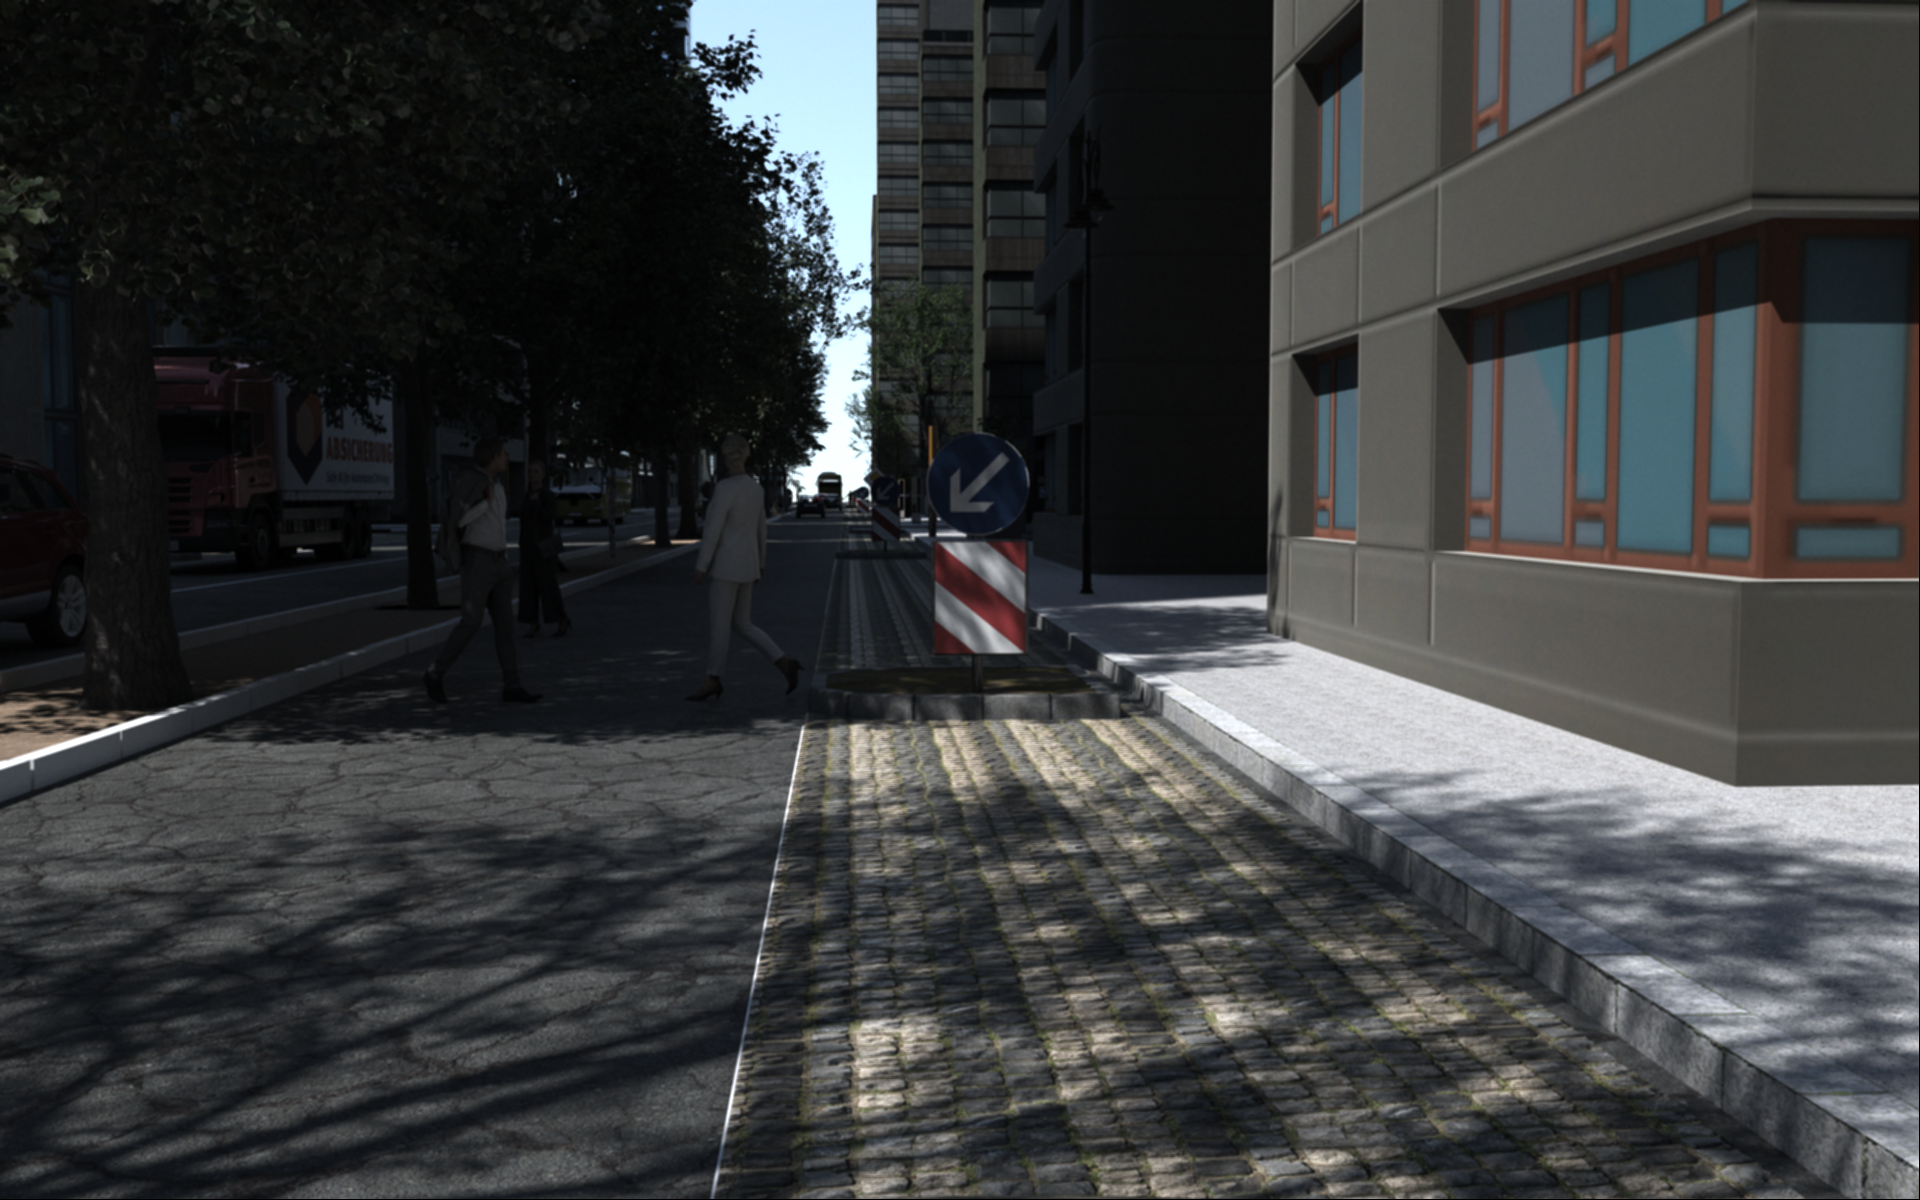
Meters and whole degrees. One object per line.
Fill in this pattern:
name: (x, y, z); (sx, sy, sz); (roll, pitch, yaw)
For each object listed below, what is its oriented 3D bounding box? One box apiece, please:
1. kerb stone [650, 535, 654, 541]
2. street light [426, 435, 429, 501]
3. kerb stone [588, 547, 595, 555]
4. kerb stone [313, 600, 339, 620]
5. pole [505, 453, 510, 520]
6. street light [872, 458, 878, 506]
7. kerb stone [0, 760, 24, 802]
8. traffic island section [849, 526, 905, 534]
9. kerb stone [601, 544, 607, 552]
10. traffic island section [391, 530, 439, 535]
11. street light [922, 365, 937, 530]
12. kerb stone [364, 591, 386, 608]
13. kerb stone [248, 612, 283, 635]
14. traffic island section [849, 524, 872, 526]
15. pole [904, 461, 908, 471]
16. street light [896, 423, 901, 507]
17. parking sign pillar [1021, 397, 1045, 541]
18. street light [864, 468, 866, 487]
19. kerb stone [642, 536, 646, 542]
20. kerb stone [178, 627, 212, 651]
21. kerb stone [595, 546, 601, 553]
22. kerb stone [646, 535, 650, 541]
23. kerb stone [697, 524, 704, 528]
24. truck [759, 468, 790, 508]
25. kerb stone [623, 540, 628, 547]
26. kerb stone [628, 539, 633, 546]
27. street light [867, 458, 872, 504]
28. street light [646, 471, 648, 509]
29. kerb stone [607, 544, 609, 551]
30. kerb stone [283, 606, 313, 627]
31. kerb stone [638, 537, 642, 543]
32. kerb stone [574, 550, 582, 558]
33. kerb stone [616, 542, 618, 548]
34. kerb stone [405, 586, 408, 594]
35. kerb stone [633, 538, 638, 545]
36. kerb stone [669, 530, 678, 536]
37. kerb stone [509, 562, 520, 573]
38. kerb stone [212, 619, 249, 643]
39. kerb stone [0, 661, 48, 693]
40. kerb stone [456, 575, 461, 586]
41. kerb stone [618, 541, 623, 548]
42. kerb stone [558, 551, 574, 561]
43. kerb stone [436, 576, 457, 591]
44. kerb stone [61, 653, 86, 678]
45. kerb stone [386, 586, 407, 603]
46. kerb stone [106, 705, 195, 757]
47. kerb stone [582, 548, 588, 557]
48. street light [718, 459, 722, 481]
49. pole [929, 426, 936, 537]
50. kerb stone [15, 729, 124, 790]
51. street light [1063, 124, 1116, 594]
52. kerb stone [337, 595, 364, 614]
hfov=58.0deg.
kerb stone: (-9.517, -1.867, 52.715); (0.120, 0.150, 1.000); (0, 4, -4)
street light: (-21.705, -5.981, 70.569); (0.468, 5.910, 1.993); (0, 4, -4)
kerb stone: (-8.728, -1.111, 40.454); (0.120, 0.150, 1.000); (0, 4, -4)
kerb stone: (-7.407, 0.138, 19.998); (0.120, 0.150, 1.000); (0, 4, -4)
pole: (-22.273, -5.585, 85.156); (0.158, 3.312, 0.155); (0, 3, 0)
street light: (-8.663, -12.781, 181.757); (0.468, 5.910, 1.993); (0, 4, -4)
kerb stone: (-4.508, 0.878, 7.847); (0.120, 0.150, 1.000); (0, 4, -4)
traffic island section: (-3.051, -2.516, 63.411); (2.009, 0.180, 2.903); (0, 4, -4)
kerb stone: (-8.859, -1.239, 42.494); (0.120, 0.150, 1.000); (0, 4, -4)
traffic island section: (-19.109, -2.453, 62.380); (2.009, 0.180, 2.903); (0, 4, -4)
street light: (-1.079, -5.465, 62.141); (0.468, 5.910, 1.993); (0, 4, -4)
kerb stone: (-7.529, 0.014, 22.041); (0.120, 0.150, 1.000); (0, 4, -4)
kerb stone: (-7.268, 0.259, 17.958); (0.120, 0.150, 1.000); (0, 4, -4)
traffic island section: (-3.567, -3.003, 71.379); (2.009, 0.180, 2.903); (0, 4, -4)
pole: (-3.285, -6.839, 105.653); (0.158, 3.312, 0.155); (0, 3, 0)
street light: (-3.801, -8.152, 106.075); (0.468, 5.910, 1.993); (0, 4, -4)
parking sign pillar: (2.417, -3.618, 47.629); (1.447, 3.967, 1.447); (-3, 5, -45)
street light: (-13.964, -17.814, 264.047); (0.468, 5.910, 1.993); (0, 4, -4)
kerb stone: (-9.384, -1.741, 50.661); (0.120, 0.150, 1.000); (0, 4, -4)
kerb stone: (-7.139, 0.384, 15.914); (0.120, 0.150, 1.000); (0, 4, -4)
kerb stone: (-8.795, -1.179, 41.473); (0.120, 0.150, 1.000); (0, 4, -4)
kerb stone: (-9.452, -1.804, 51.690); (0.120, 0.150, 1.000); (0, 4, -4)
kerb stone: (-10.817, -3.089, 72.737); (0.120, 0.150, 1.000); (0, 4, -4)
truck: (-19.932, -12.051, 186.791); (2.967, 4.110, 18.799); (0, 4, -3)
kerb stone: (-9.126, -1.491, 46.579); (0.120, 0.150, 1.000); (0, 4, -4)
kerb stone: (-9.180, -1.551, 47.600); (0.120, 0.150, 1.000); (0, 4, -4)
street light: (-11.341, -15.263, 222.336); (0.468, 5.910, 1.993); (0, 4, -4)
street light: (-26.547, -10.639, 146.729); (0.468, 5.910, 1.993); (0, 4, -4)
kerb stone: (-8.925, -1.298, 43.518); (0.120, 0.150, 1.000); (0, 4, -4)
kerb stone: (-7.335, 0.198, 18.979); (0.120, 0.150, 1.000); (0, 4, -4)
kerb stone: (-9.315, -1.679, 49.641); (0.120, 0.150, 1.000); (0, 4, -4)
kerb stone: (-8.587, -0.992, 38.409); (0.120, 0.150, 1.000); (0, 4, -4)
kerb stone: (-8.987, -1.366, 44.538); (0.120, 0.150, 1.000); (0, 4, -4)
kerb stone: (-7.665, -0.116, 24.086); (0.120, 0.150, 1.000); (0, 4, -4)
kerb stone: (-9.246, -1.614, 48.621); (0.120, 0.150, 1.000); (0, 4, -4)
kerb stone: (-10.052, -2.367, 60.888); (0.120, 0.150, 1.000); (0, 4, -4)
kerb stone: (-8.195, -0.616, 32.263); (0.120, 0.150, 1.000); (0, 4, -4)
kerb stone: (-7.208, 0.324, 16.934); (0.120, 0.150, 1.000); (0, 4, -4)
kerb stone: (-6.935, 0.572, 12.848); (0.120, 0.150, 1.000); (0, 4, -4)
kerb stone: (-7.864, -0.303, 27.152); (0.120, 0.150, 1.000); (0, 4, -4)
kerb stone: (-9.059, -1.426, 45.557); (0.120, 0.150, 1.000); (0, 4, -4)
kerb stone: (-8.524, -0.928, 37.383); (0.120, 0.150, 1.000); (0, 4, -4)
kerb stone: (-7.796, -0.238, 26.132); (0.120, 0.150, 1.000); (0, 4, -4)
kerb stone: (-7.010, 0.509, 13.874); (0.120, 0.150, 1.000); (0, 4, -4)
kerb stone: (-7.591, -0.045, 23.067); (0.120, 0.150, 1.000); (0, 4, -4)
kerb stone: (-4.636, 0.753, 9.887); (0.120, 0.150, 1.000); (0, 4, -4)
kerb stone: (-8.659, -1.052, 39.429); (0.120, 0.150, 1.000); (0, 4, -4)
street light: (-31.999, -15.766, 230.555); (0.468, 5.910, 1.993); (0, 4, -4)
pole: (-0.825, -3.549, 51.864); (0.158, 3.312, 0.155); (0, 3, 0)
kerb stone: (-4.567, 0.815, 8.867); (0.120, 0.150, 1.000); (0, 4, -4)
street light: (1.639, -3.022, 22.196); (0.468, 5.910, 1.993); (0, 4, -4)
kerb stone: (-7.464, 0.072, 21.019); (0.120, 0.150, 1.000); (0, 4, -4)
